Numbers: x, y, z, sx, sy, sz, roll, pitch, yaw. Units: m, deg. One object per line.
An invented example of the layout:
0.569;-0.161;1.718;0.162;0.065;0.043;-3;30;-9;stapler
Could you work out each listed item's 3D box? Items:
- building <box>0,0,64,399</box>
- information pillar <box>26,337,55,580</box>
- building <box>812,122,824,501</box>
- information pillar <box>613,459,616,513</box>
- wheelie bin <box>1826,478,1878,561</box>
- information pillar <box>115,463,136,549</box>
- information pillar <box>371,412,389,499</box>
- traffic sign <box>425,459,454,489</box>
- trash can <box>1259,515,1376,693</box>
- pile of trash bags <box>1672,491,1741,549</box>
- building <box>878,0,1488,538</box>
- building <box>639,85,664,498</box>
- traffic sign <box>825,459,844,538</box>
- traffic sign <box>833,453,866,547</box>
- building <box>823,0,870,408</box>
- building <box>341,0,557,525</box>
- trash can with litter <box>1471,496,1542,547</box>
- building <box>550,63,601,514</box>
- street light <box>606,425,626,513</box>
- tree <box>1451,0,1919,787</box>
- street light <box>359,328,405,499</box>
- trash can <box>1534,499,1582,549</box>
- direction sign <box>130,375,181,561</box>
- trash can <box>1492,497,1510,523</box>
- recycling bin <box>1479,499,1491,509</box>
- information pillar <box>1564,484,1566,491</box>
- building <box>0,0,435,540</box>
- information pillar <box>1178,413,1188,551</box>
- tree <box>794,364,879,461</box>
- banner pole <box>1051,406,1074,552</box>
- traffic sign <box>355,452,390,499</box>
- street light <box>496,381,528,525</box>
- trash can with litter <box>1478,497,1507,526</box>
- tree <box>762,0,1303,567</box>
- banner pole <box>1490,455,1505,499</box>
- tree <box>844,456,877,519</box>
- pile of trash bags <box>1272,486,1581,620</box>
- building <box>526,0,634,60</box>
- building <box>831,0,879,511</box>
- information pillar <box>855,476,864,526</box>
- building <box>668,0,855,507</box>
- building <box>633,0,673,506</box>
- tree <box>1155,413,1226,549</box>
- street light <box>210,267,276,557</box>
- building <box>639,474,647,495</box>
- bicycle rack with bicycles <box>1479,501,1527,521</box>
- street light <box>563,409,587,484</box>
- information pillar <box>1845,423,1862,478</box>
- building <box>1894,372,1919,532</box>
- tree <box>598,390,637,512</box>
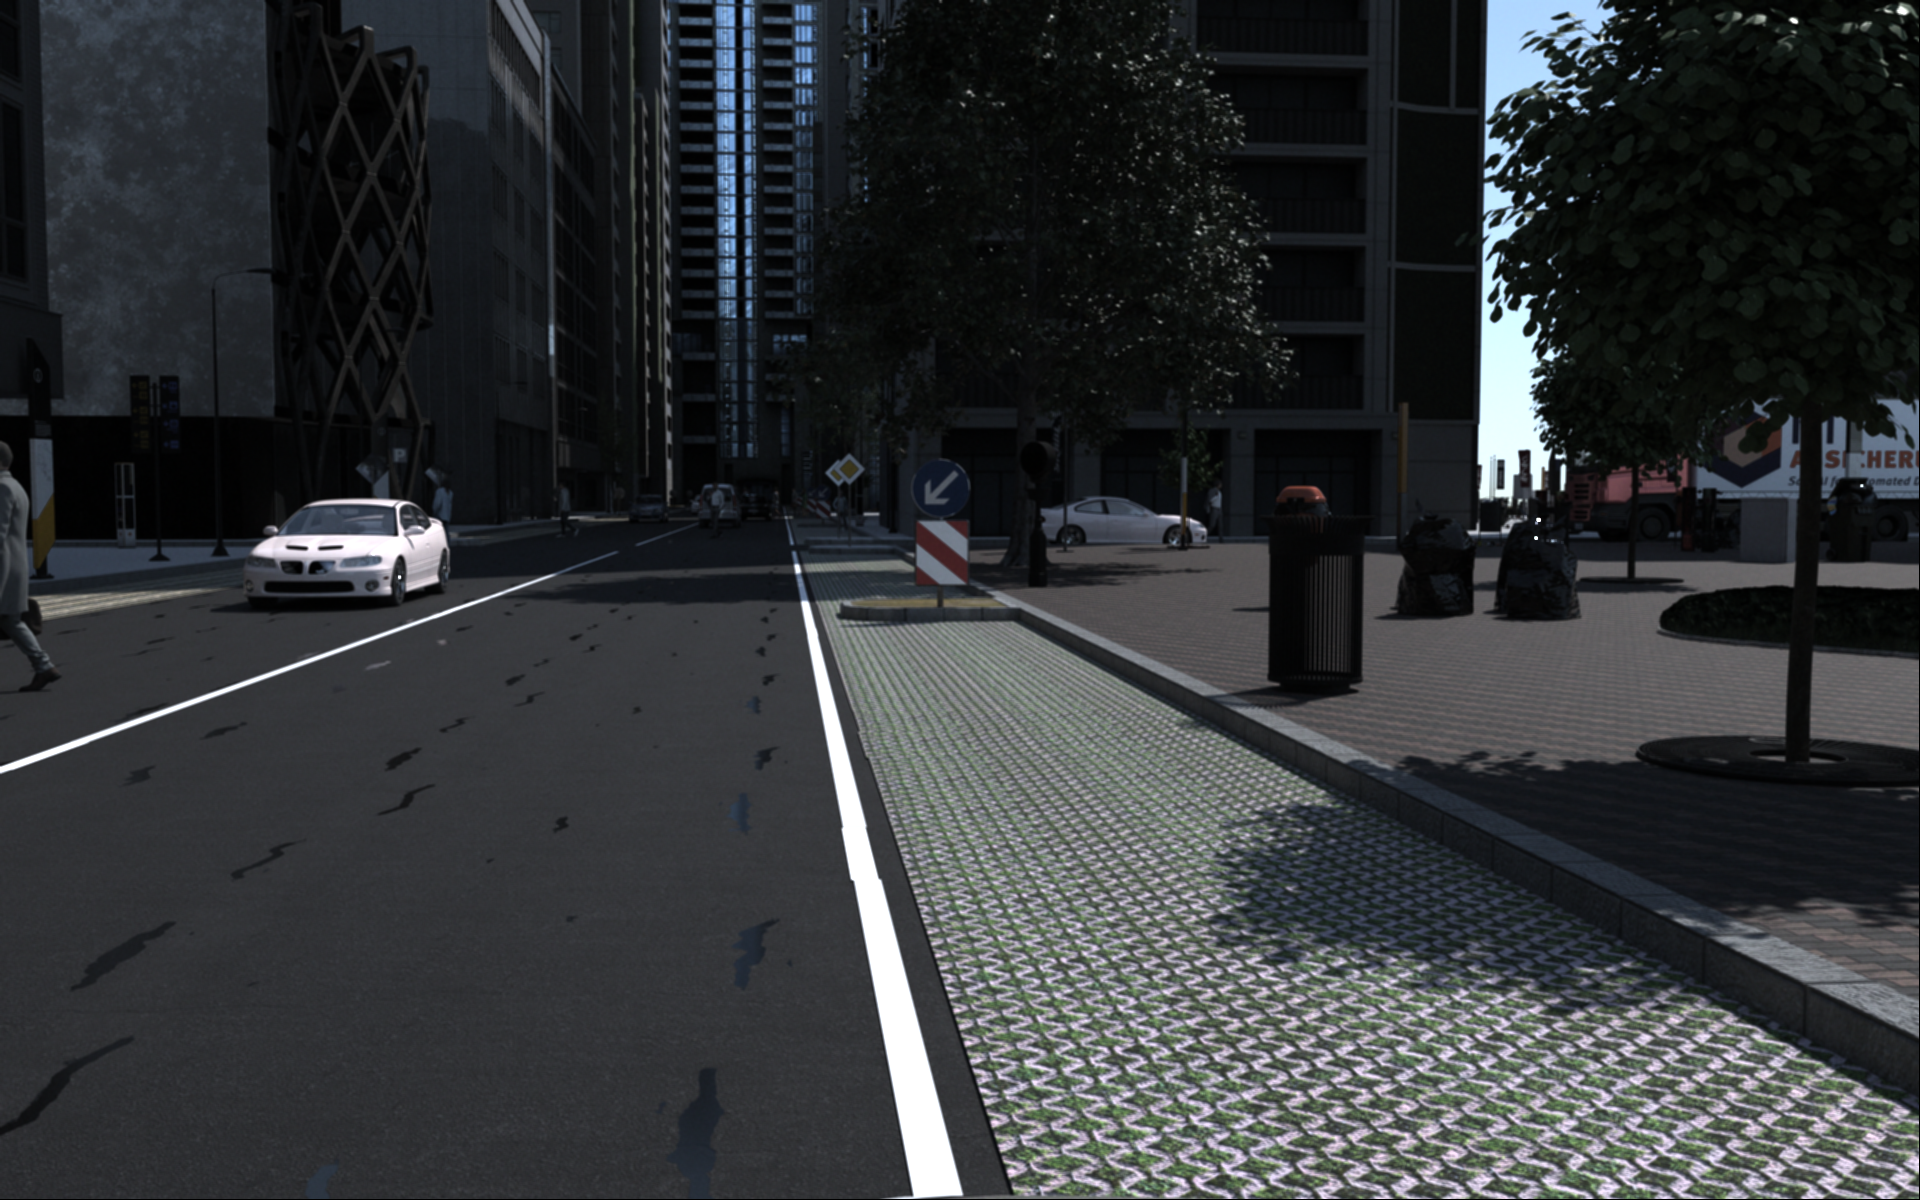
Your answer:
-20.186;-13.562;15.251;14.314;27.812;24.014;0;4;-6;building
-13.864;-2.127;26.127;0.183;3.616;0.504;0;4;1;information pillar
-9.491;-31.217;193.986;14.154;41.232;14.086;0;4;-6;building
-23.085;-7.609;115.762;0.183;3.616;0.504;0;4;-6;information pillar
17.104;-1.545;33.167;0.980;1.594;0.693;-1;4;-20;wheelie bin
-19.717;-2.228;40.924;0.304;2.012;0.304;2;4;33;information pillar
-16.548;-3.555;49.471;0.504;3.616;0.183;0;4;4;information pillar
-14.696;-2.768;48.896;0.795;2.450;0.064;0;4;-6;traffic sign
2.327;0.020;11.327;0.748;1.137;0.748;0;3;0;trash can
18.587;-1.993;42.330;1.912;1.369;3.447;-1;4;-13;pile of trash bags
7.868;-37.997;59.499;20.611;71.187;20.563;0;4;-6;building
-36.588;-29.648;168.336;14.154;41.232;14.086;0;4;-6;building
-3.509;-2.837;50.028;0.795;2.450;0.064;0;4;-6;traffic sign
-2.688;-2.351;42.085;0.795;2.450;0.064;0;4;-6;traffic sign
-3.098;-38.583;172.823;21.231;58.520;28.212;0;4;-6;building
-26.149;-16.012;79.820;12.078;24.808;19.932;0;4;-6;building
13.433;-1.929;42.595;2.233;1.210;1.678;2;4;25;trash can with litter
-29.706;-18.883;102.240;14.314;27.812;24.014;0;4;-6;building
-23.213;-8.835;116.987;1.470;5.913;1.316;0;4;-6;street light
3.997;-1.489;8.058;4.285;4.588;4.351;0;3;0;tree
-16.221;-4.649;48.556;1.470;5.913;1.316;0;4;-6;street light
11.908;-1.413;34.758;0.748;1.137;0.748;0;3;0;trash can
-15.381;-2.518;33.173;0.876;3.537;0.379;-1;4;-9;direction sign
23.851;-3.959;76.391;0.748;1.137;0.748;0;3;0;trash can
28.335;-4.991;94.160;0.722;1.027;0.722;-3;4;-36;recycling bin
42.468;-7.140;121.224;0.304;2.012;0.304;1;4;8;information pillar
-26.122;-11.529;55.958;16.820;18.784;16.811;0;4;-6;building
5.080;-2.933;39.309;0.183;3.616;0.504;0;4;1;information pillar
-7.595;-11.614;115.646;9.928;11.665;9.643;0;3;0;tree
2.228;-2.963;38.467;0.401;3.779;0.863;-2;4;-27;banner pole
-13.875;-2.282;40.953;0.795;2.450;0.064;0;4;-6;traffic sign
-18.465;-6.042;71.331;1.470;5.913;1.316;0;4;-6;street light
21.149;-3.510;68.779;1.055;1.170;0.624;2;4;34;trash can with litter
1.283;-6.954;30.712;9.611;12.733;9.660;0;3;0;tree
34.337;-7.373;110.565;0.863;3.779;0.401;1;4;13;banner pole
-5.379;-5.779;89.094;1.663;3.219;1.824;0;3;0;tree
5.104;-0.569;19.056;3.447;1.369;1.912;2;4;28;pile of trash bags
-31.840;-27.258;129.255;14.154;41.232;14.086;0;4;-6;building
-0.262;-50.723;141.990;22.319;86.520;31.000;0;4;-6;building
-4.006;-3.950;69.080;0.304;2.012;0.304;-1;4;-9;information pillar
-29.563;-55.304;216.890;31.000;86.520;22.319;0;4;-6;building
-45.609;-39.397;186.140;28.212;58.520;21.231;0;4;-6;building
5.567;-2.852;41.224;1.663;3.219;1.824;0;3;0;tree
-14.723;-3.857;35.602;1.470;5.913;1.316;0;4;-6;street light
-43.606;-27.870;147.550;32.217;40.220;23.993;0;4;-6;building
26.850;-4.314;83.914;2.852;0.926;2.925;-1;4;-14;bicycle rack with bicycles
-20.970;-7.442;94.213;1.470;5.913;1.316;0;4;-6;street light
18.095;-2.675;35.099;0.504;3.616;0.183;-2;4;-35;information pillar
34.948;-23.036;60.235;14.086;41.232;14.154;0;4;-6;building
-24.360;-10.426;120.822;4.737;8.622;4.395;0;3;0;tree
